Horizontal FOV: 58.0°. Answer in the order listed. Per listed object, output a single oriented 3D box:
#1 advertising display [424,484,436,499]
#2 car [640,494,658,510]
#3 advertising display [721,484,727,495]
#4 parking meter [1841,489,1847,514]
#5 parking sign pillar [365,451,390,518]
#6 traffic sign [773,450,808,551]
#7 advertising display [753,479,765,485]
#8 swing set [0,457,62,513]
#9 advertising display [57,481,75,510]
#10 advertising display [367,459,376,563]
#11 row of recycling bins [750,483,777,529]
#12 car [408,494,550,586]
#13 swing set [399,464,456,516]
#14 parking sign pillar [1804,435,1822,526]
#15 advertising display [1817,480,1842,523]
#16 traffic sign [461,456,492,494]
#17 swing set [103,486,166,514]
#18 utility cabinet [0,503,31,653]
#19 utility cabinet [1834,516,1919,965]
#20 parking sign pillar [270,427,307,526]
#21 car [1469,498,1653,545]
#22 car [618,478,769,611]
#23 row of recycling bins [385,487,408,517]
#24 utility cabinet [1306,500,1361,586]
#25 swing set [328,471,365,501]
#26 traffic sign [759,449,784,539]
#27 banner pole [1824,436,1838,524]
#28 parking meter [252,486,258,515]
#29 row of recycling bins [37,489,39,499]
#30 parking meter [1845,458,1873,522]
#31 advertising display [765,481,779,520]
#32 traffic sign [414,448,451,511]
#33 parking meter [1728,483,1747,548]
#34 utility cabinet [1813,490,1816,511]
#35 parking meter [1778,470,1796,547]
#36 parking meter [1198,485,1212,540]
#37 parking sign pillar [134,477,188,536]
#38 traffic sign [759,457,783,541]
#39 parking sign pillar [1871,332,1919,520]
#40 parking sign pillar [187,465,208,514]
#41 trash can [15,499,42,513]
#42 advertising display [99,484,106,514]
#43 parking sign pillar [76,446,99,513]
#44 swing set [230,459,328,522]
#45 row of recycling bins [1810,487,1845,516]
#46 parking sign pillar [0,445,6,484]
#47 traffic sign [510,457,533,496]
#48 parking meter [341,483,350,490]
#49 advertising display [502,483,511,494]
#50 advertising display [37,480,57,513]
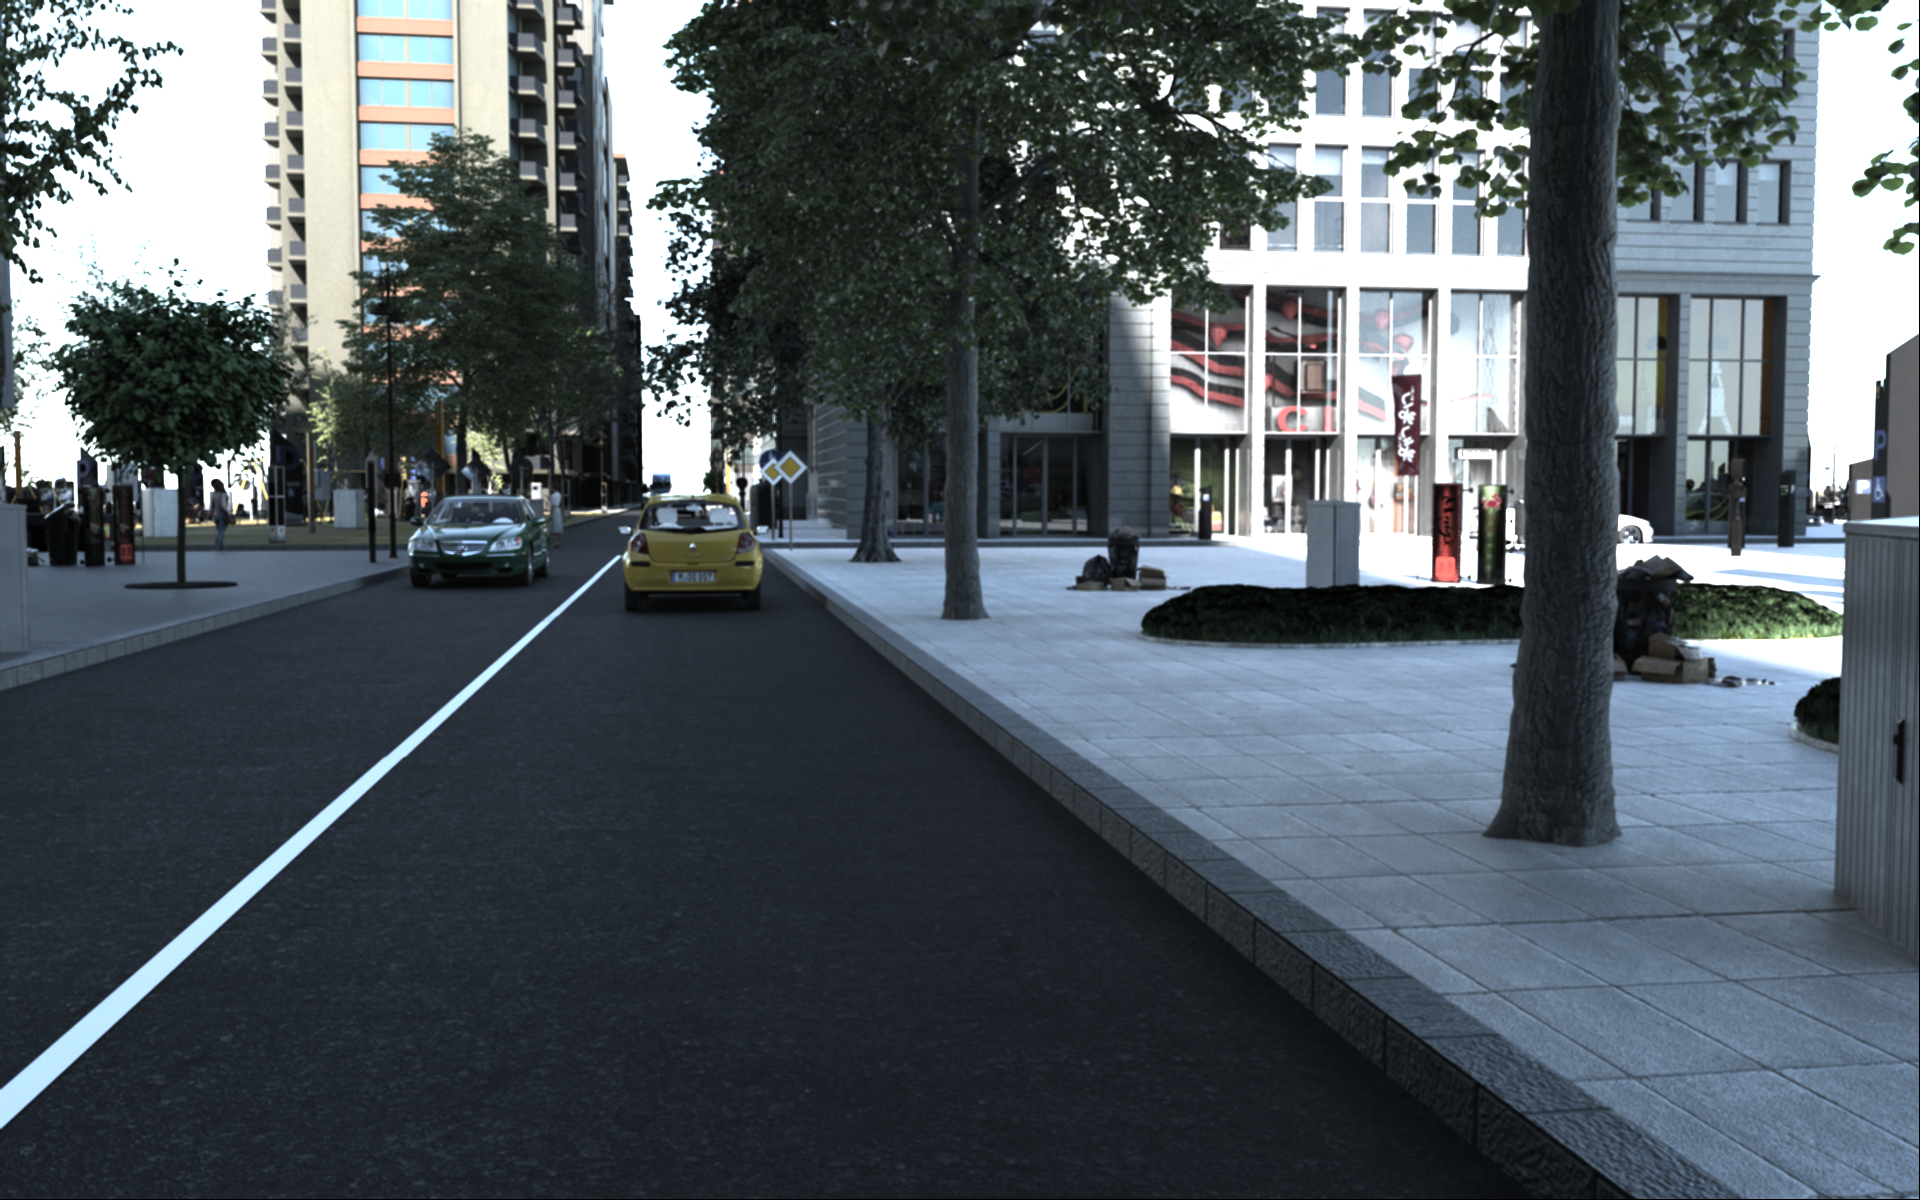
[{"bbox_3d":[-35.393,-6.747,115.533,0.974,1.923,0.123,0,4,1],"label":"advertising display"},{"bbox_3d":[-28.667,-9.117,160.852,2.131,1.459,4.920,-1,4,-9],"label":"car"},{"bbox_3d":[-16.160,-6.995,119.585,0.123,1.923,0.974,-1,4,-21],"label":"advertising display"},{"bbox_3d":[47.250,-5.140,92.442,0.372,1.533,0.369,0,3,0],"label":"parking meter"},{"bbox_3d":[-31.103,-6.337,92.090,1.447,3.967,1.447,3,5,43],"label":"parking sign pillar"},{"bbox_3d":[-3.844,-2.181,39.295,0.795,2.450,0.064,-1,4,-9],"label":"traffic sign"},{"bbox_3d":[-8.433,-4.093,72.129,0.123,1.923,0.974,-1,4,-23],"label":"advertising display"},{"bbox_3d":[-40.367,-4.712,74.668,2.862,2.851,3.119,-1,4,-10],"label":"swing set"},{"bbox_3d":[-42.940,-4.767,83.147,0.974,1.923,0.123,1,4,13],"label":"advertising display"},{"bbox_3d":[-11.087,-1.678,32.648,0.123,1.923,0.974,-1,4,-19],"label":"advertising display"},{"bbox_3d":[-7.342,-3.523,64.714,1.069,1.692,3.534,0,4,-5],"label":"row of recycling bins"},{"bbox_3d":[-7.844,-1.024,28.538,2.131,1.459,4.920,0,4,-8],"label":"car"},{"bbox_3d":[-27.704,-5.687,90.606,3.119,2.851,2.862,0,4,-4],"label":"swing set"},{"bbox_3d":[33.825,-4.955,69.478,1.447,3.967,1.447,1,4,19],"label":"parking sign pillar"},{"bbox_3d":[38.821,-4.414,77.376,0.974,1.923,0.123,2,4,34],"label":"advertising display"},{"bbox_3d":[-12.835,-2.590,45.993,0.795,2.450,0.064,-1,4,-9],"label":"traffic sign"},{"bbox_3d":[-48.824,-6.431,102.770,2.862,2.851,3.119,1,4,22],"label":"swing set"},{"bbox_3d":[-7.954,-0.198,14.406,0.306,1.237,1.020,-2,4,-34],"label":"utility cabinet"},{"bbox_3d":[2.843,0.373,5.065,0.306,1.237,1.020,1,4,14],"label":"utility cabinet"},{"bbox_3d":[-26.873,-4.933,69.127,1.447,3.967,1.447,2,4,24],"label":"parking sign pillar"},{"bbox_3d":[15.952,-2.054,45.939,4.827,1.381,2.083,-1,4,-9],"label":"car"},{"bbox_3d":[-3.496,-0.766,22.749,2.015,1.641,3.980,-1,4,-8],"label":"car"},{"bbox_3d":[-32.462,-5.601,98.682,3.534,1.692,1.069,1,4,17],"label":"row of recycling bins"},{"bbox_3d":[3.970,-0.445,18.438,0.306,1.237,1.020,0,4,-5],"label":"utility cabinet"},{"bbox_3d":[-40.488,-7.254,116.226,3.119,2.851,2.862,0,4,7],"label":"swing set"},{"bbox_3d":[-5.354,-3.025,49.557,0.768,2.556,0.104,0,4,-1],"label":"traffic sign"},{"bbox_3d":[38.084,-5.228,75.493,0.401,3.779,0.863,1,4,19],"label":"banner pole"},{"bbox_3d":[-43.205,-6.136,106.034,0.399,1.863,0.255,0,4,3],"label":"parking meter"},{"bbox_3d":[-53.524,-5.586,98.442,1.069,1.692,3.534,0,4,0],"label":"row of recycling bins"},{"bbox_3d":[14.432,-1.350,27.792,0.399,1.863,0.255,1,4,15],"label":"parking meter"},{"bbox_3d":[-9.279,-4.896,85.267,0.974,1.923,0.123,-3,4,-37],"label":"advertising display"},{"bbox_3d":[-11.597,-2.108,38.104,0.795,2.450,0.064,-1,4,-9],"label":"traffic sign"},{"bbox_3d":[18.466,-2.003,41.162,0.372,1.533,0.369,0,3,0],"label":"parking meter"},{"bbox_3d":[52.516,-5.910,105.305,0.318,1.500,1.173,-3,5,-39],"label":"utility cabinet"},{"bbox_3d":[19.998,-2.213,41.896,0.399,1.863,0.255,-3,5,-41],"label":"parking meter"},{"bbox_3d":[6.885,-2.459,48.609,0.372,1.533,0.369,0,3,0],"label":"parking meter"},{"bbox_3d":[-24.745,-3.965,53.299,1.447,3.967,1.447,-2,4,-28],"label":"parking sign pillar"},{"bbox_3d":[-5.082,-2.663,47.184,0.795,2.450,0.064,-1,4,-9],"label":"traffic sign"},{"bbox_3d":[12.673,-2.087,22.598,1.447,3.967,1.447,0,4,3],"label":"parking sign pillar"},{"bbox_3d":[-47.162,-7.231,106.700,1.447,3.967,1.447,1,4,13],"label":"parking sign pillar"},{"bbox_3d":[-28.453,-2.525,52.932,0.748,1.137,0.748,0,3,0],"label":"trash can"},{"bbox_3d":[-55.722,-6.553,112.352,0.123,1.923,0.974,1,4,9],"label":"advertising display"},{"bbox_3d":[-48.886,-6.641,97.058,1.447,3.967,1.447,2,4,24],"label":"parking sign pillar"},{"bbox_3d":[-31.084,-4.957,78.666,3.119,2.851,2.862,1,4,20],"label":"swing set"},{"bbox_3d":[50.594,-5.715,100.553,3.534,1.692,1.069,1,4,16],"label":"row of recycling bins"},{"bbox_3d":[-52.315,-6.445,93.849,1.447,3.967,1.447,0,4,8],"label":"parking sign pillar"},{"bbox_3d":[-15.051,-3.635,59.534,0.768,2.556,0.104,0,4,-8],"label":"traffic sign"},{"bbox_3d":[-31.052,-5.002,87.487,0.255,1.863,0.399,3,5,44],"label":"parking meter"},{"bbox_3d":[-27.249,-6.074,104.528,0.974,1.923,0.123,2,4,30],"label":"advertising display"},{"bbox_3d":[-42.700,-4.627,80.866,0.123,1.923,0.974,1,4,9],"label":"advertising display"}]
